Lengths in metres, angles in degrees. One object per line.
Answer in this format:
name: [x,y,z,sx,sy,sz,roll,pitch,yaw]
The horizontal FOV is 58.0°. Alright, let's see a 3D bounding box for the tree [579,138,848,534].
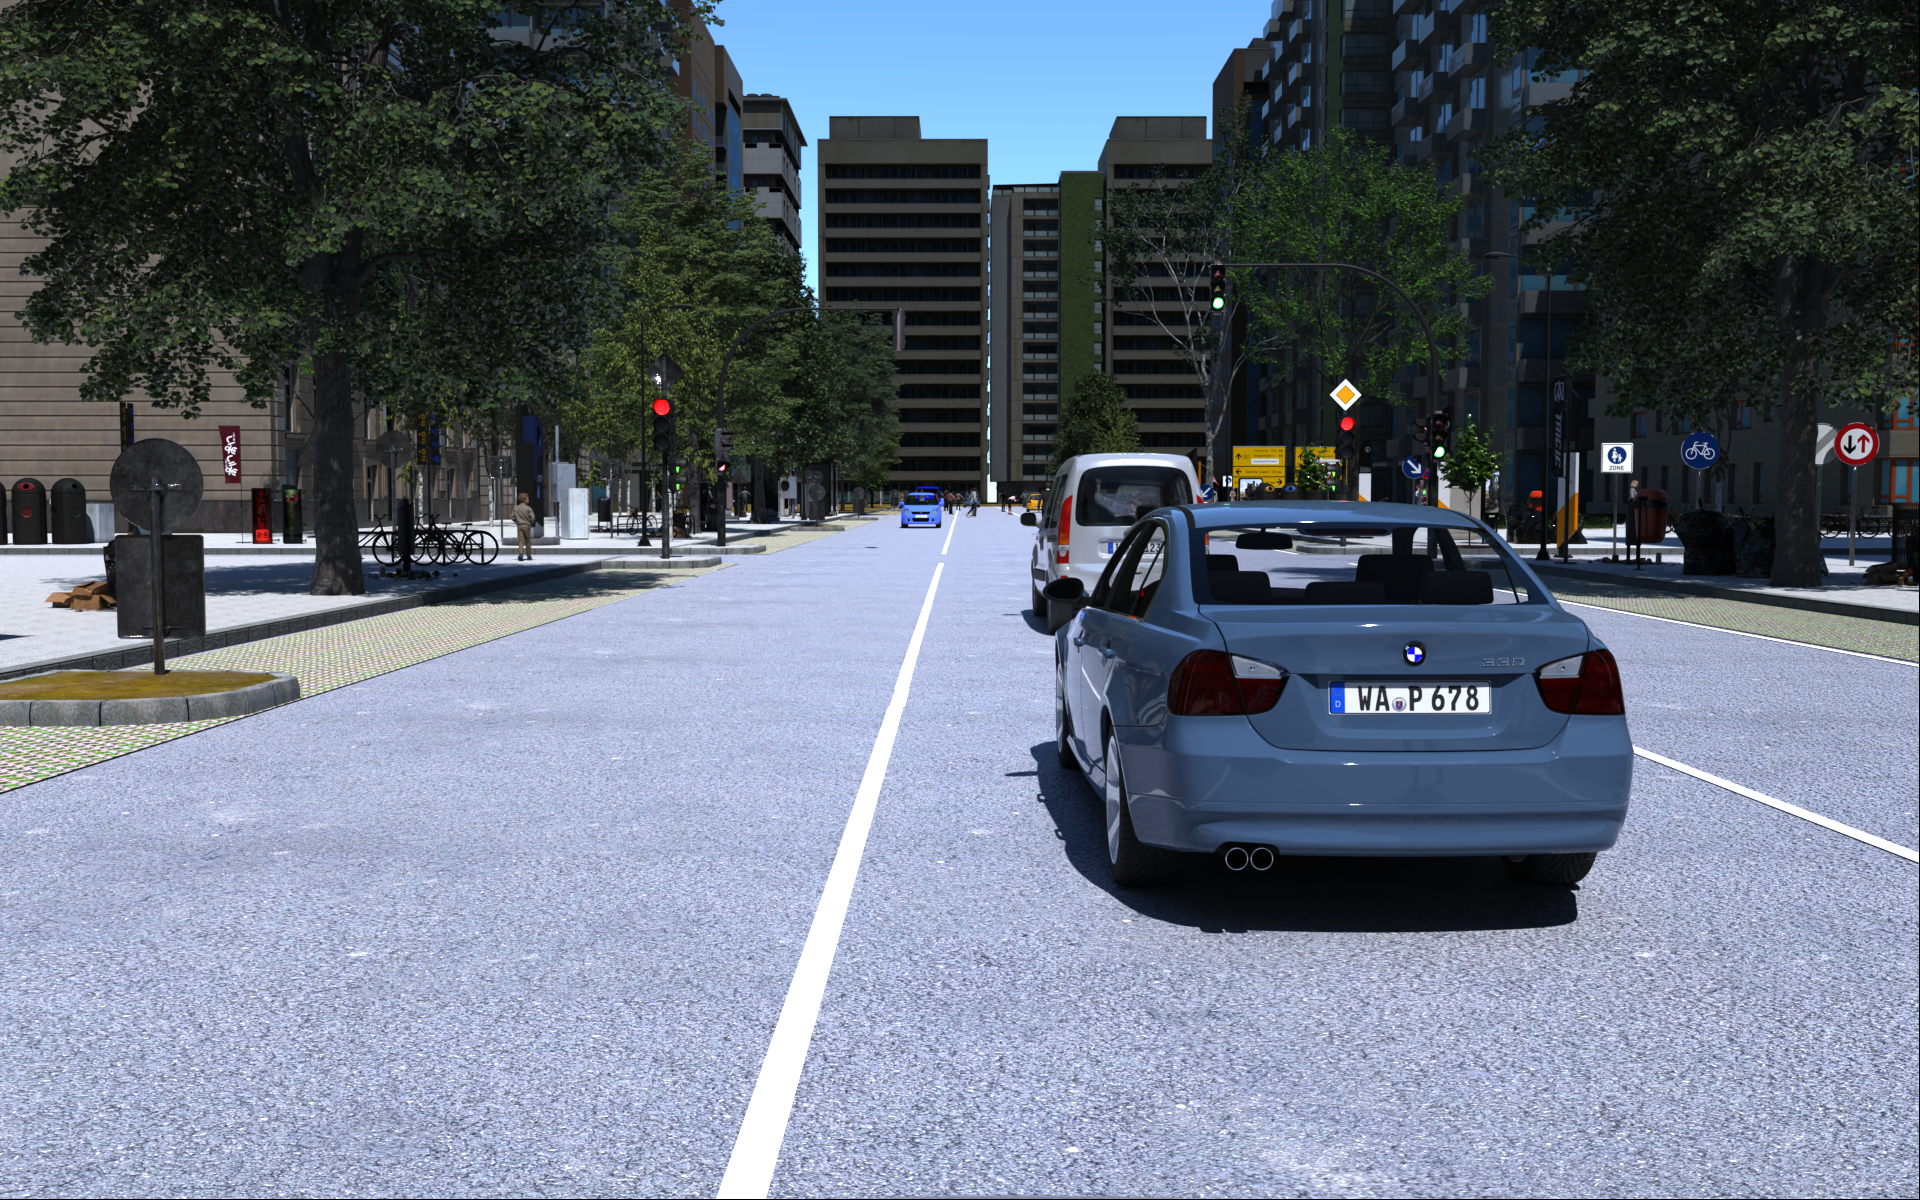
tree: [-9.045,-8.443,56.167,7.486,12.596,7.792,0,3,0]

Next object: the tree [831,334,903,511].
tree: [-8.936,-13.417,129.742,12.009,13.543,11.850,0,3,0]

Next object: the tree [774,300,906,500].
tree: [-8.412,-12.701,114.309,9.857,13.997,8.962,0,3,0]

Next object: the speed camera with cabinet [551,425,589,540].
speed camera with cabinet: [-11.142,-3.372,49.471,0.660,3.252,2.038,-2,4,-26]

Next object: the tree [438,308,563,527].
tree: [-18.245,-7.124,66.833,4.360,8.622,3.978,0,3,0]

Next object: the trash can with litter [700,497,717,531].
trash can with litter: [-8.708,-2.936,59.392,1.055,1.170,0.624,2,4,26]

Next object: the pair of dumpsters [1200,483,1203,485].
pair of dumpsters: [13.684,-6.261,104.859,1.574,2.255,4.437,0,3,0]

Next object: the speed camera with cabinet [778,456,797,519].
speed camera with cabinet: [-9.392,-5.803,89.211,2.038,3.252,0.660,2,4,32]

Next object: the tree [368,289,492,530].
tree: [-18.804,-6.751,60.743,4.737,8.622,4.395,0,3,0]

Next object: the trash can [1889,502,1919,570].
trash can: [16.128,-1.081,29.333,0.748,1.137,0.748,0,3,0]

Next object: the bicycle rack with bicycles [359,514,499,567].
bicycle rack with bicycles: [-9.753,-1.104,31.432,2.925,0.926,2.852,0,4,8]

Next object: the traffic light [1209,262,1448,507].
traffic light: [7.247,-3.636,34.124,4.771,5.953,1.251,0,3,0]

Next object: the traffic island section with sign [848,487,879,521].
traffic island section with sign: [-5.448,-5.230,94.133,1.989,1.847,2.006,0,3,0]

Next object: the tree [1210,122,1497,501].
tree: [11.231,-7.591,49.870,9.928,11.665,9.643,0,3,0]

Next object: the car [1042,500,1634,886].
car: [1.400,0.268,7.627,2.014,1.417,4.499,0,4,-1]

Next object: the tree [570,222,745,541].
tree: [-7.863,-5.901,46.845,4.737,8.622,4.395,0,3,0]

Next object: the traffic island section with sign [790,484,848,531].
traffic island section with sign: [-5.486,-3.570,66.993,1.989,1.847,2.006,0,3,0]

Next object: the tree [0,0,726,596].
tree: [-7.879,-7.044,21.832,9.857,13.997,8.962,0,3,0]

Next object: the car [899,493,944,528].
car: [-1.638,-3.941,74.020,1.945,1.707,3.694,0,4,0]

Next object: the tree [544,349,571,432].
tree: [-13.361,-6.973,64.374,4.737,8.622,4.395,0,3,0]

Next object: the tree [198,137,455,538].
tree: [-18.454,-7.634,50.578,9.928,11.665,9.643,0,3,0]

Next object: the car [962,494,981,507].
car: [1.254,-10.658,186.259,2.014,1.417,4.499,0,4,-1]

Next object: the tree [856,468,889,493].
tree: [-8.761,-11.614,173.595,4.285,4.588,4.351,0,3,0]

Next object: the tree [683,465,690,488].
tree: [-18.194,-9.796,110.530,4.360,8.622,3.978,0,3,0]

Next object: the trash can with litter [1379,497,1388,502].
trash can with litter: [15.703,-3.312,65.535,1.055,1.170,0.624,1,4,20]

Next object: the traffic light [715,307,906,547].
traffic light: [-3.718,-4.136,42.287,4.771,5.953,1.251,0,3,0]

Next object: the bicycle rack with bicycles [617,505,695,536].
bicycle rack with bicycles: [-9.309,-2.497,54.200,2.852,0.926,2.925,1,4,17]

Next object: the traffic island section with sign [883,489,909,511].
traffic island section with sign: [-5.377,-8.289,144.148,1.989,1.847,2.006,0,3,0]

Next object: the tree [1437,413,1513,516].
tree: [12.098,-2.866,41.466,1.663,3.219,1.824,0,3,0]

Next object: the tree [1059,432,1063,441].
tree: [12.621,-14.672,190.253,4.737,8.622,4.395,0,3,0]

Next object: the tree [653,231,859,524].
tree: [-8.759,-9.627,74.409,9.611,12.733,9.660,0,3,0]

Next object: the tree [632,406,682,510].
tree: [-18.013,-8.724,93.006,4.360,8.622,3.978,0,3,0]

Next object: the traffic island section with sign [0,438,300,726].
traffic island section with sign: [-5.586,-0.179,11.550,1.989,1.847,2.006,0,3,0]

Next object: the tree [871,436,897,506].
tree: [-8.803,-14.476,187.039,4.360,8.622,3.978,0,3,0]

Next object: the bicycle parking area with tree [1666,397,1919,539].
bicycle parking area with tree: [25.831,-4.056,53.319,9.016,4.147,8.231,2,4,31]

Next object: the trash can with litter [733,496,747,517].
trash can with litter: [-12.115,-5.121,95.113,0.624,1.170,1.055,1,4,17]

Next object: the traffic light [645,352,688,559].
traffic light: [-5.822,-2.774,34.270,0.839,4.253,0.868,0,3,0]

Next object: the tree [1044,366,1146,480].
tree: [12.217,-14.539,154.717,9.611,12.733,9.660,0,3,0]

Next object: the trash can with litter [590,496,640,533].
trash can with litter: [-11.684,-2.925,58.878,1.678,1.210,2.233,3,5,44]

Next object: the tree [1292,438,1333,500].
tree: [11.920,-3.942,59.057,1.663,3.219,1.824,0,3,0]

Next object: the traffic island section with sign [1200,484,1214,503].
traffic island section with sign: [9.428,-3.633,68.030,1.989,1.847,2.006,0,3,0]

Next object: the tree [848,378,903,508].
tree: [-8.703,-14.643,157.543,7.486,12.596,7.792,0,3,0]

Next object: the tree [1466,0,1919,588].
tree: [11.731,-7.156,23.654,9.857,13.997,8.962,0,3,0]

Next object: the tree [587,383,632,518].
tree: [-18.368,-7.946,80.286,4.360,8.622,3.978,0,3,0]

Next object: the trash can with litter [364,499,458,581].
trash can with litter: [-8.524,-0.941,26.439,1.678,1.210,2.233,-2,4,-23]

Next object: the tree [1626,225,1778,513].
tree: [19.952,-5.843,45.899,4.360,8.622,3.978,0,3,0]

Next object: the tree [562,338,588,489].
tree: [-18.432,-7.483,72.714,4.360,8.622,3.978,0,3,0]

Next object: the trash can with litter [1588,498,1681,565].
trash can with litter: [12.482,-1.291,32.166,1.678,1.210,2.233,0,4,2]

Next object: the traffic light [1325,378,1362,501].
traffic light: [9.352,-3.262,42.247,0.839,4.253,0.868,0,3,0]

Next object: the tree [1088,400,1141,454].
tree: [12.293,-11.304,135.188,4.737,8.622,4.395,0,3,0]

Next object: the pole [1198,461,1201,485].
pole: [14.953,-6.995,108.204,0.158,3.312,0.155,0,3,0]

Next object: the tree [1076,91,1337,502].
tree: [11.948,-13.952,84.002,12.611,20.169,13.585,0,3,0]

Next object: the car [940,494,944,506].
car: [-2.391,-11.059,190.411,1.945,1.707,3.694,0,4,1]
